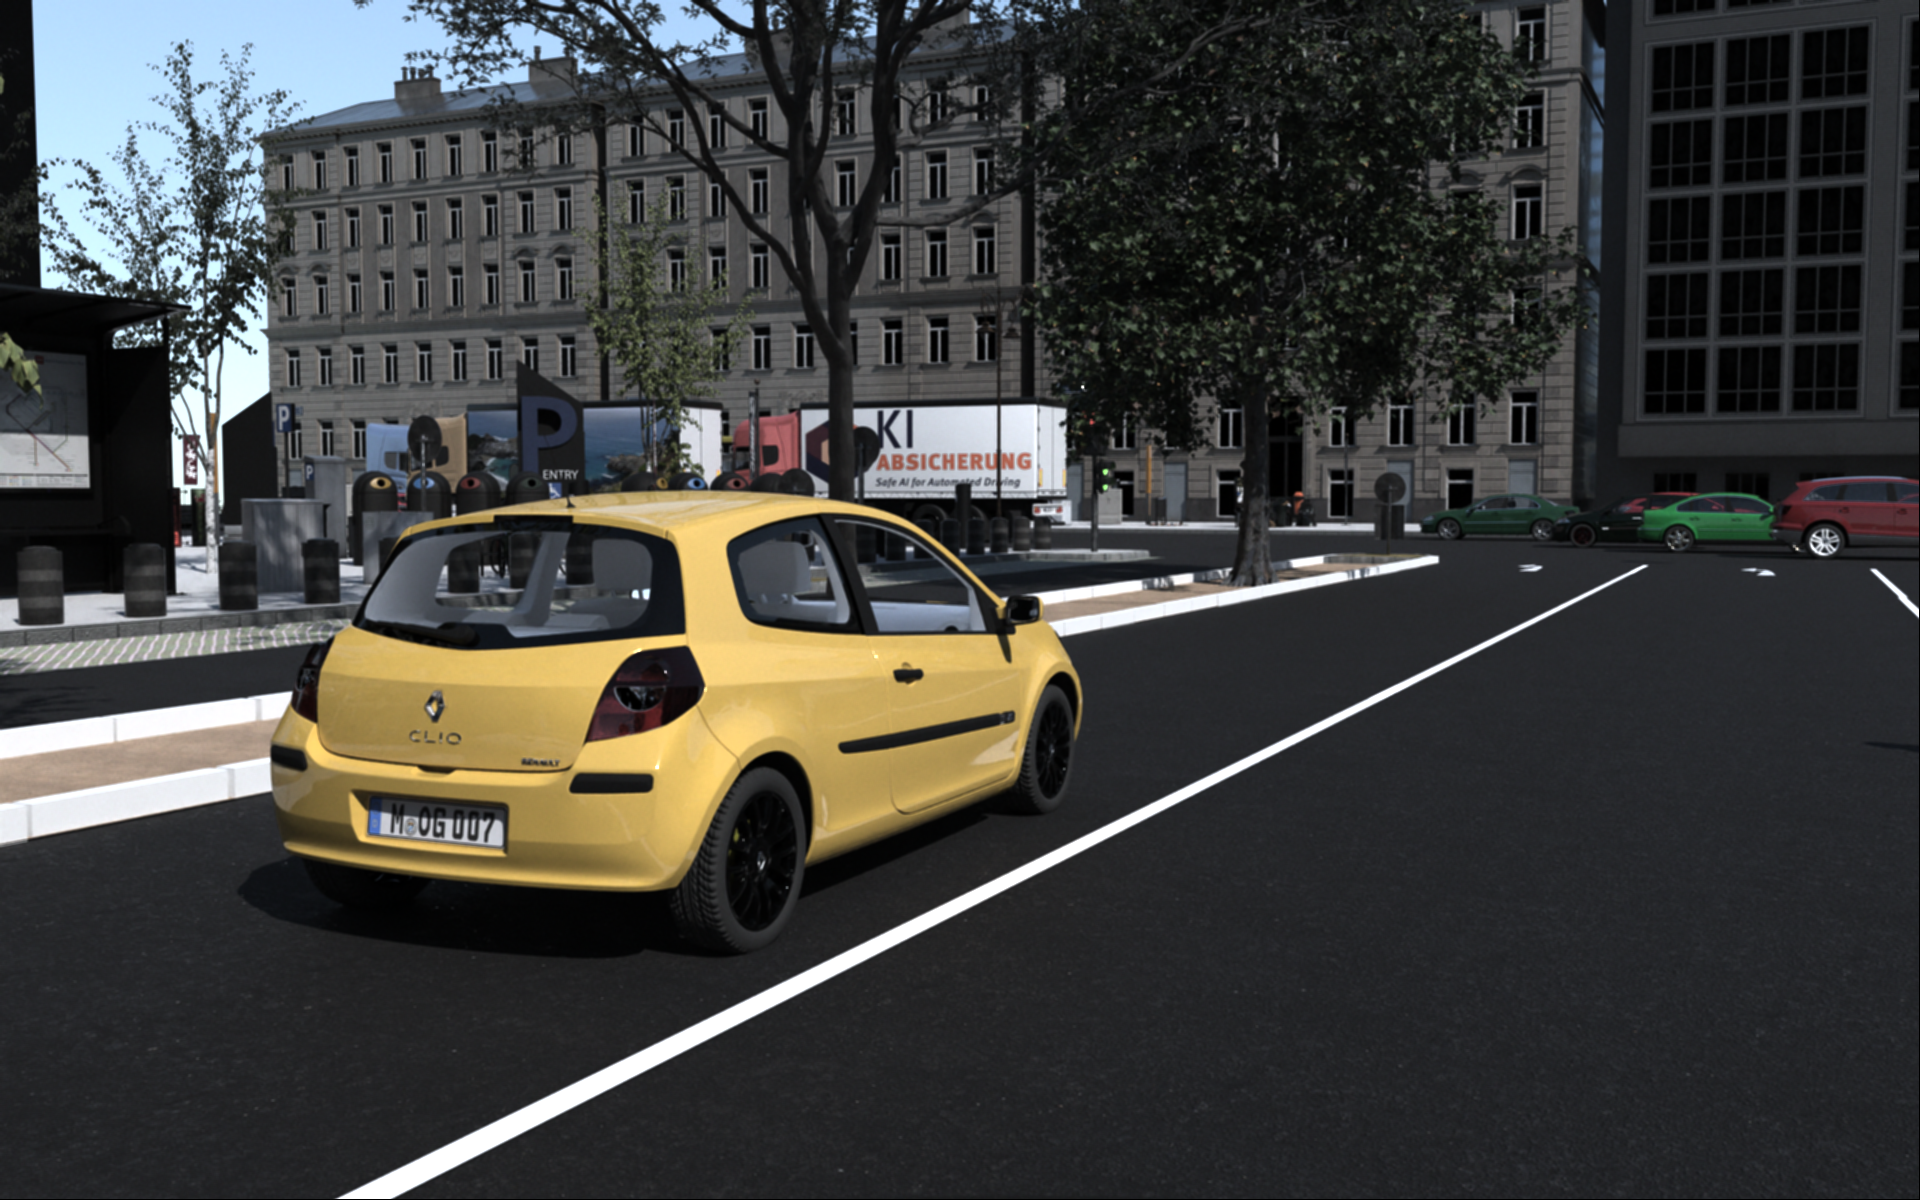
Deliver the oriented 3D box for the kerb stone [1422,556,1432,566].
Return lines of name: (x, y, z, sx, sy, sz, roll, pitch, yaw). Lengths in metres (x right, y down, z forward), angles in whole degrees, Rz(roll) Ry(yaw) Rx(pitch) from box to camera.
kerb stone: (9.211, -0.756, 34.554, 0.120, 0.150, 1.000, 2, 4, 26)

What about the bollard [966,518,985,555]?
bollard: (0.326, -1.339, 36.616, 0.404, 0.777, 0.398, 0, 3, 0)

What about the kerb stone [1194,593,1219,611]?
kerb stone: (2.992, 0.040, 21.573, 0.120, 0.150, 1.000, 2, 4, 26)

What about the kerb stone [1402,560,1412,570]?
kerb stone: (8.329, -0.640, 32.695, 0.120, 0.150, 1.000, 2, 4, 26)

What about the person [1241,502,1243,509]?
person: (7.381, -1.931, 44.761, 0.332, 1.250, 0.352, -3, 5, -42)

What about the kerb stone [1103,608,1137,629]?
kerb stone: (1.665, 0.213, 18.784, 0.120, 0.150, 1.000, 2, 4, 26)

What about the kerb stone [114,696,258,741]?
kerb stone: (-4.685, 0.722, 10.431, 0.120, 0.150, 1.000, 2, 4, 26)

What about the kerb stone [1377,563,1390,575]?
kerb stone: (7.446, -0.527, 30.836, 0.120, 0.150, 1.000, 2, 4, 26)

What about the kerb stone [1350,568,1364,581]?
kerb stone: (6.549, -0.416, 28.990, 0.120, 0.150, 1.000, 2, 4, 26)

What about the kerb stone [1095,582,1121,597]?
kerb stone: (2.000, -0.131, 24.334, 0.120, 0.150, 1.000, 2, 4, 26)

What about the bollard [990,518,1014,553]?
bollard: (0.848, -1.406, 37.708, 0.404, 0.777, 0.398, 0, 3, 0)

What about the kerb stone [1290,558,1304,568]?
kerb stone: (6.444, -0.698, 33.609, 0.120, 0.150, 1.000, 2, 4, 26)

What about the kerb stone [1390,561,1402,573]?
kerb stone: (7.888, -0.585, 31.762, 0.120, 0.150, 1.000, 2, 4, 26)

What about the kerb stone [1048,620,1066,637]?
kerb stone: (0.772, 0.325, 16.937, 0.120, 0.150, 1.000, 2, 4, 26)

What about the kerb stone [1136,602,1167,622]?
kerb stone: (2.104, 0.155, 19.724, 0.120, 0.150, 1.000, 2, 4, 26)

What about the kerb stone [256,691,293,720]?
kerb stone: (-4.225, 0.663, 11.355, 0.120, 0.150, 1.000, 2, 4, 26)

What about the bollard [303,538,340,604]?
bollard: (-7.488, -0.342, 20.316, 0.404, 0.777, 0.398, 0, 3, 0)

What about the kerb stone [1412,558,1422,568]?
kerb stone: (8.773, -0.696, 33.627, 0.120, 0.150, 1.000, 2, 4, 26)

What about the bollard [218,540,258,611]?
bollard: (-8.012, -0.275, 19.221, 0.404, 0.777, 0.398, 0, 3, 0)

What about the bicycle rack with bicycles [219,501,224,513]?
bicycle rack with bicycles: (-39.898, -4.945, 94.234, 2.852, 0.926, 2.925, 1, 4, 19)

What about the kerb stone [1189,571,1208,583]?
kerb stone: (3.764, -0.358, 28.045, 0.120, 0.150, 1.000, 2, 4, 26)

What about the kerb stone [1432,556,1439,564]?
kerb stone: (9.655, -0.809, 35.485, 0.120, 0.150, 1.000, 2, 4, 26)

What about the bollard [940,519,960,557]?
bollard: (-0.202, -1.272, 35.517, 0.404, 0.777, 0.398, 0, 3, 0)

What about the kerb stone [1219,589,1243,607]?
kerb stone: (3.448, -0.017, 22.496, 0.120, 0.150, 1.000, 2, 4, 26)

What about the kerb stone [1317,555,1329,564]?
kerb stone: (7.322, -0.812, 35.464, 0.120, 0.150, 1.000, 2, 4, 26)

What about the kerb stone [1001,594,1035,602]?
kerb stone: (0.652, 0.042, 21.552, 0.120, 0.150, 1.000, 2, 4, 26)

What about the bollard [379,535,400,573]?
bollard: (-6.968, -0.409, 21.400, 0.404, 0.777, 0.398, 0, 3, 0)

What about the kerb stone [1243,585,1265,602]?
kerb stone: (3.889, -0.075, 23.422, 0.120, 0.150, 1.000, 2, 4, 26)

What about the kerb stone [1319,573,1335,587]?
kerb stone: (5.663, -0.300, 27.140, 0.120, 0.150, 1.000, 2, 4, 26)

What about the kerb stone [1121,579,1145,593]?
kerb stone: (2.437, -0.188, 25.270, 0.120, 0.150, 1.000, 2, 4, 26)

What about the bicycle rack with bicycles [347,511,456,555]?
bicycle rack with bicycles: (-11.393, -1.402, 36.302, 2.852, 0.926, 2.925, -3, 4, -37)

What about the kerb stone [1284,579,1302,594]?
kerb stone: (4.776, -0.189, 25.291, 0.120, 0.150, 1.000, 2, 4, 26)

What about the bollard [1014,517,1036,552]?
bollard: (1.375, -1.474, 38.812, 0.404, 0.777, 0.398, 0, 3, 0)

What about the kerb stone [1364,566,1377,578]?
kerb stone: (6.994, -0.467, 29.914, 0.120, 0.150, 1.000, 2, 4, 26)

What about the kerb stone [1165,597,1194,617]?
kerb stone: (2.549, 0.095, 20.648, 0.120, 0.150, 1.000, 2, 4, 26)

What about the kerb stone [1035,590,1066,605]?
kerb stone: (1.103, -0.018, 22.483, 0.120, 0.150, 1.000, 2, 4, 26)

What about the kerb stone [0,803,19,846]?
kerb stone: (-4.119, 0.947, 6.721, 0.120, 0.150, 1.000, 2, 4, 26)

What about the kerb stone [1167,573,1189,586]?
kerb stone: (3.331, -0.299, 27.116, 0.120, 0.150, 1.000, 2, 4, 26)

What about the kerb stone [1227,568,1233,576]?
kerb stone: (4.664, -0.467, 29.898, 0.120, 0.150, 1.000, 2, 4, 26)

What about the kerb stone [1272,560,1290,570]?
kerb stone: (5.989, -0.634, 32.682, 0.120, 0.150, 1.000, 2, 4, 26)

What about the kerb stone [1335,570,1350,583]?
kerb stone: (6.100, -0.359, 28.067, 0.120, 0.150, 1.000, 2, 4, 26)

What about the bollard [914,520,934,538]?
bollard: (-0.720, -1.206, 34.433, 0.404, 0.777, 0.398, 0, 3, 0)

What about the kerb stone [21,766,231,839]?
kerb stone: (-3.686, 0.892, 7.656, 0.120, 0.150, 1.000, 2, 4, 26)

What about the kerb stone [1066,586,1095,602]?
kerb stone: (1.548, -0.074, 23.407, 0.120, 0.150, 1.000, 2, 4, 26)

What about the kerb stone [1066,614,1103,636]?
kerb stone: (1.217, 0.265, 17.861, 0.120, 0.150, 1.000, 2, 4, 26)

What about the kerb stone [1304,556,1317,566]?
kerb stone: (6.879, -0.755, 34.539, 0.120, 0.150, 1.000, 2, 4, 26)

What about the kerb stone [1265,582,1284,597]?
kerb stone: (4.335, -0.132, 24.361, 0.120, 0.150, 1.000, 2, 4, 26)

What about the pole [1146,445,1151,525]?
pole: (7.888, -4.809, 72.472, 0.158, 3.312, 0.155, 0, 3, 0)

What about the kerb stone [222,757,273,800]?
kerb stone: (-3.232, 0.833, 8.581, 0.120, 0.150, 1.000, 2, 4, 26)

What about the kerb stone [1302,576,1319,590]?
kerb stone: (5.218, -0.246, 26.216, 0.120, 0.150, 1.000, 2, 4, 26)

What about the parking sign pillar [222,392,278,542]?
parking sign pillar: (-18.801, -3.511, 45.879, 1.447, 3.967, 1.447, 0, 4, 1)

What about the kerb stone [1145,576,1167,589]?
kerb stone: (2.880, -0.245, 26.194, 0.120, 0.150, 1.000, 2, 4, 26)

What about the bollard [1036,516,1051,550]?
bollard: (1.899, -1.540, 39.899, 0.404, 0.777, 0.398, 0, 3, 0)

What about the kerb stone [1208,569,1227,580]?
kerb stone: (4.217, -0.412, 28.966, 0.120, 0.150, 1.000, 2, 4, 26)

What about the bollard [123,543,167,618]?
bollard: (-8.537, -0.209, 18.140, 0.404, 0.777, 0.398, 0, 3, 0)

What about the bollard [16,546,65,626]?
bollard: (-9.055, -0.143, 17.054, 0.404, 0.777, 0.398, 0, 3, 0)

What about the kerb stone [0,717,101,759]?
kerb stone: (-5.122, 0.778, 9.502, 0.120, 0.150, 1.000, 2, 4, 26)

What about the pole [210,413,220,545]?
pole: (-18.792, -3.043, 43.604, 0.158, 3.312, 0.155, 0, 3, 0)
